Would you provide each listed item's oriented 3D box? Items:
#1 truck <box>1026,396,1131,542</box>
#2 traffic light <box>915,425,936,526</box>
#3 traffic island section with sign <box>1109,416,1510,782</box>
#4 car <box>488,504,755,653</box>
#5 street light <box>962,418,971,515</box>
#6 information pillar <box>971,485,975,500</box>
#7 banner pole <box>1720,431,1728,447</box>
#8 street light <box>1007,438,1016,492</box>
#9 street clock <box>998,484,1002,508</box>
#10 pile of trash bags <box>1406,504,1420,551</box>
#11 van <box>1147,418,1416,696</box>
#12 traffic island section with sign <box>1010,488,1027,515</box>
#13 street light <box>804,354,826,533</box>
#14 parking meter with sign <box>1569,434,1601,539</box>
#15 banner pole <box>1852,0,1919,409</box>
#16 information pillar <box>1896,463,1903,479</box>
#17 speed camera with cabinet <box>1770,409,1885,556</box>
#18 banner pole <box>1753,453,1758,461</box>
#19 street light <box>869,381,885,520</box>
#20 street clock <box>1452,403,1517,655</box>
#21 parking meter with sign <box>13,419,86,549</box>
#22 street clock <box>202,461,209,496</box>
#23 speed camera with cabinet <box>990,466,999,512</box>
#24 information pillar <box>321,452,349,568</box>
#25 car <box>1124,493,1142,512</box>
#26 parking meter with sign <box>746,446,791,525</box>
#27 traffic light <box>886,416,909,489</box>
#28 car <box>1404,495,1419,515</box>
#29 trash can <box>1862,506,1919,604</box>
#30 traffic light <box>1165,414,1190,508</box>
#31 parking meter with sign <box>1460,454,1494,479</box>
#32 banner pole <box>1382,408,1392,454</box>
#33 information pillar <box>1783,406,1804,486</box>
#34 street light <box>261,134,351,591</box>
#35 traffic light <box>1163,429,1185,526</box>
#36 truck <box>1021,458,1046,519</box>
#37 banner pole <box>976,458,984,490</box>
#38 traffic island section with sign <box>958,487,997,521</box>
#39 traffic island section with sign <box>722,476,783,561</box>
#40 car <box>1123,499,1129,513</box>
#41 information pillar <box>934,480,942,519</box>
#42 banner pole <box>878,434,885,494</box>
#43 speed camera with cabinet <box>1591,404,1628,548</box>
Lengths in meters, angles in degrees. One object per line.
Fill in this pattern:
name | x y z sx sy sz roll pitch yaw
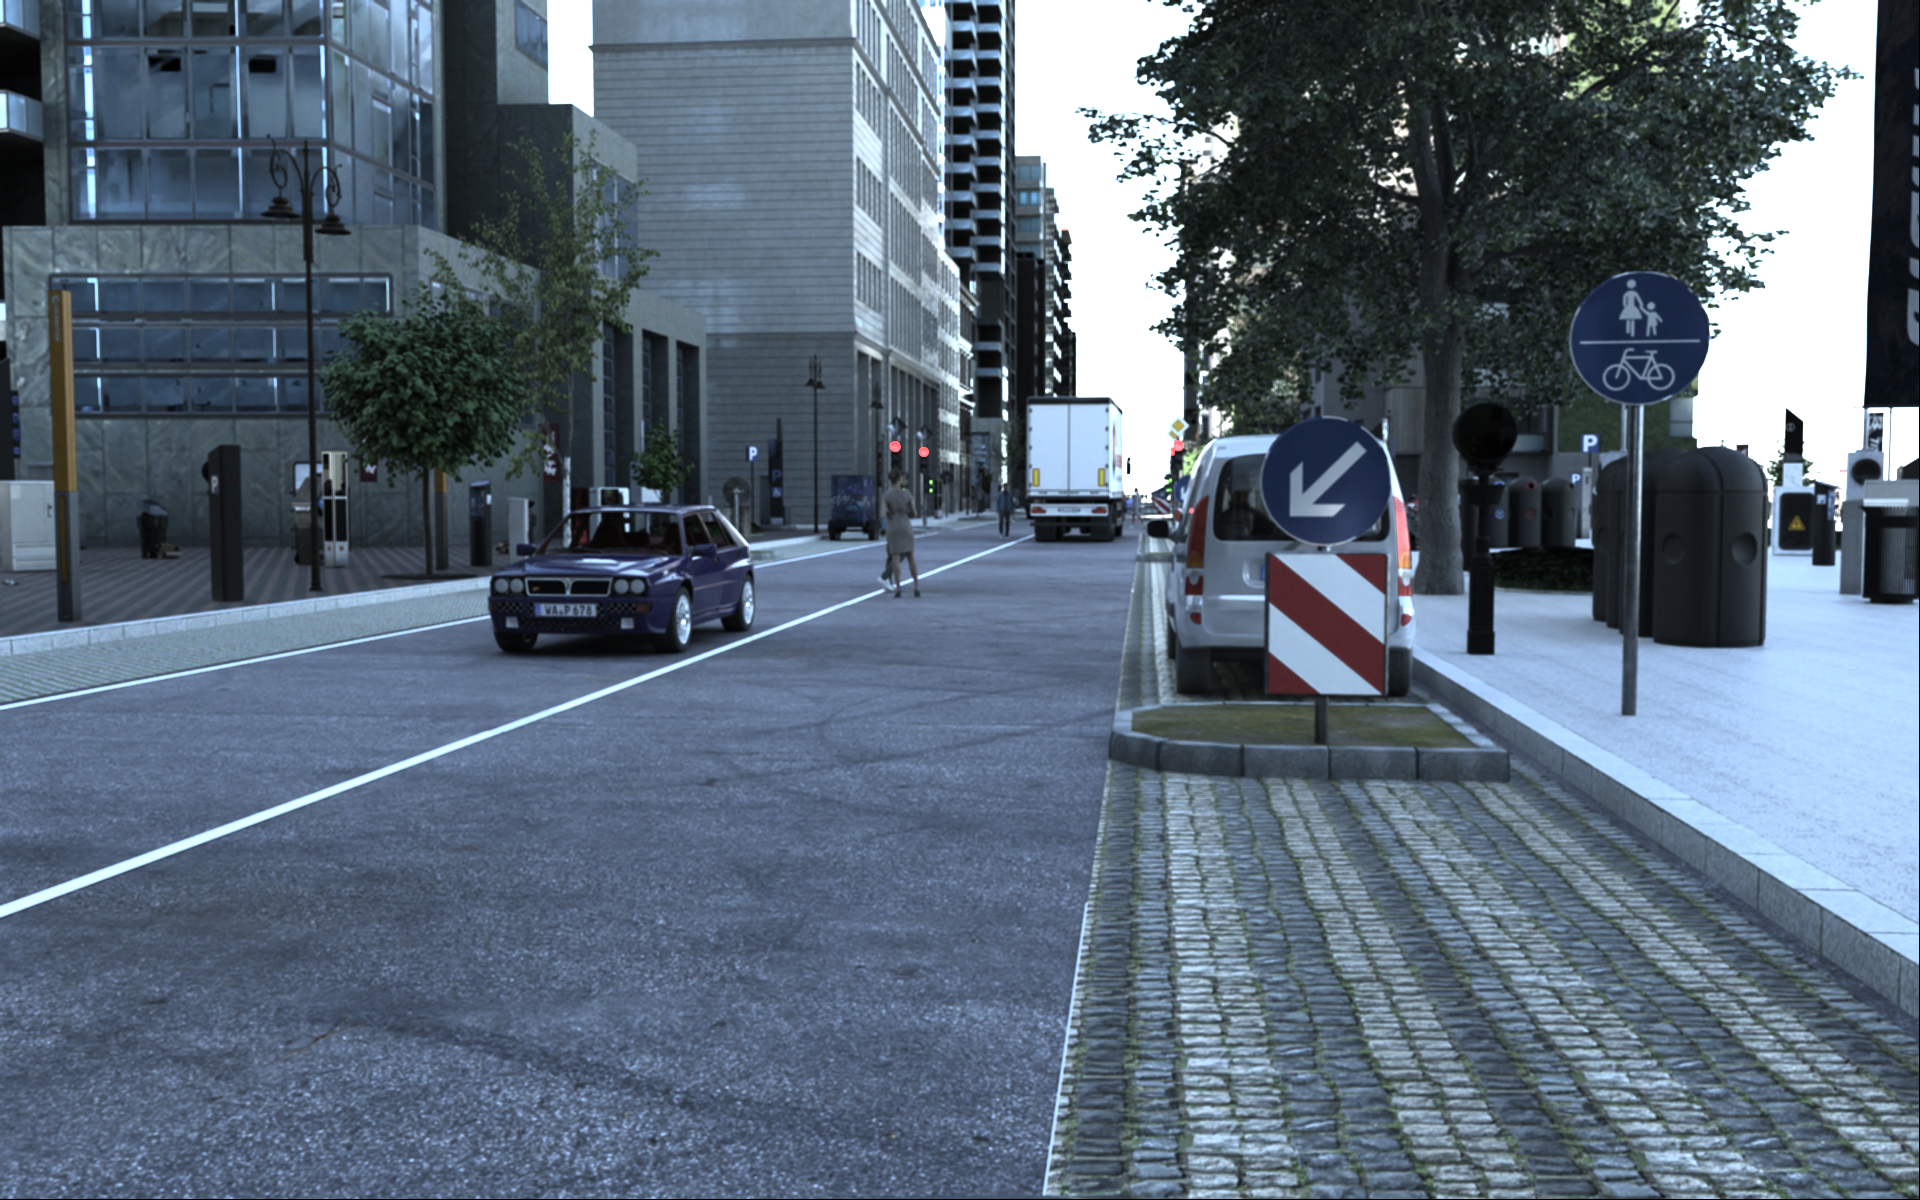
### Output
truck | 3.875 -4.059 55.277 2.839 4.237 11.283 0 4 8
traffic light | -1.410 -4.975 70.261 0.839 4.253 0.868 0 4 6
traffic island section with sign | 1.836 -0.059 9.598 1.989 1.847 2.006 0 4 6
car | -3.200 -0.265 16.914 1.945 1.354 3.894 0 4 6
street light | 0.455 -8.099 105.198 0.468 5.910 1.993 0 4 6
information pillar | 1.051 -8.540 144.126 0.304 2.012 0.304 0 4 -3
banner pole | 30.498 -4.844 69.218 0.401 3.779 0.863 0 4 3
street light | 4.004 -10.195 139.475 0.468 5.910 1.993 0 4 6
street clock | 3.005 -8.316 140.535 0.358 2.002 0.471 -3 4 -36
pile of trash bags | 8.889 -1.793 39.075 3.447 1.369 1.912 -2 4 -27
van | 2.489 -0.406 13.654 2.013 2.044 4.112 0 4 5
traffic island section with sign | 3.891 -6.810 119.974 1.989 1.847 2.006 0 4 6
street light | -4.761 -5.161 57.177 0.468 5.910 1.993 0 4 6
parking meter with sign | 17.753 -3.266 49.661 0.543 3.016 1.738 3 5 40
banner pole | 3.613 -0.983 6.092 0.863 3.779 0.401 1 4 11
information pillar | 70.988 -8.537 130.931 0.504 3.616 0.183 0 4 -2
speed camera with cabinet | 17.908 -2.533 35.755 2.038 3.252 0.660 1 4 22
banner pole | 48.694 -7.116 106.366 0.863 3.779 0.401 -1 4 -13
street light | -3.393 -6.004 70.954 0.468 5.910 1.993 0 4 6
street clock | 4.183 -0.568 13.857 0.471 2.002 0.358 0 4 8
parking meter with sign | -21.185 -2.685 40.158 1.738 3.016 0.543 0 4 7
street clock | -15.990 -1.996 37.203 0.471 2.002 0.358 0 4 1
speed camera with cabinet | 2.445 -7.922 123.867 0.660 3.252 2.038 0 4 2
information pillar | -10.870 -1.569 30.147 0.304 2.012 0.304 2 4 34
car | 13.669 -7.938 139.377 1.945 1.707 3.694 0 4 5
parking meter with sign | -6.886 -4.065 62.719 1.738 3.016 0.543 2 4 34
traffic light | -2.265 -4.489 62.321 0.839 4.253 0.868 0 4 6
car | 18.733 -3.417 64.907 4.494 1.783 2.155 0 4 6
trash can | 10.959 -0.531 20.341 0.748 1.137 0.748 0 3 0
traffic light | 7.690 -4.425 61.269 0.839 4.253 0.868 0 4 6
parking meter with sign | 17.210 -3.714 56.984 1.738 3.016 0.543 -3 4 -37
banner pole | 12.432 -3.700 50.515 0.401 3.779 0.863 2 4 32
information pillar | 22.182 -3.352 46.161 0.504 3.616 0.183 1 4 18
street light | -8.537 -3.058 22.780 0.468 5.910 1.993 0 4 6
traffic light | 8.545 -4.911 69.208 0.839 4.253 0.868 0 4 6
truck | 5.329 -6.948 102.508 2.839 4.237 11.283 0 4 6
banner pole | 1.309 -7.896 119.119 0.863 3.779 0.401 3 5 40
traffic island section with sign | 0.980 -5.158 92.962 1.989 1.847 2.006 0 4 6
traffic island section with sign | -4.951 -1.790 37.902 1.989 1.847 2.006 0 4 6
car | 11.989 -7.488 134.221 2.131 1.459 4.920 0 4 7
information pillar | -1.125 -5.193 89.392 0.304 2.012 0.304 -3 5 -41
banner pole | -3.297 -5.055 72.666 0.401 3.779 0.863 -2 4 -24
speed camera with cabinet | 14.202 -2.660 37.819 0.660 3.252 2.038 1 4 16
